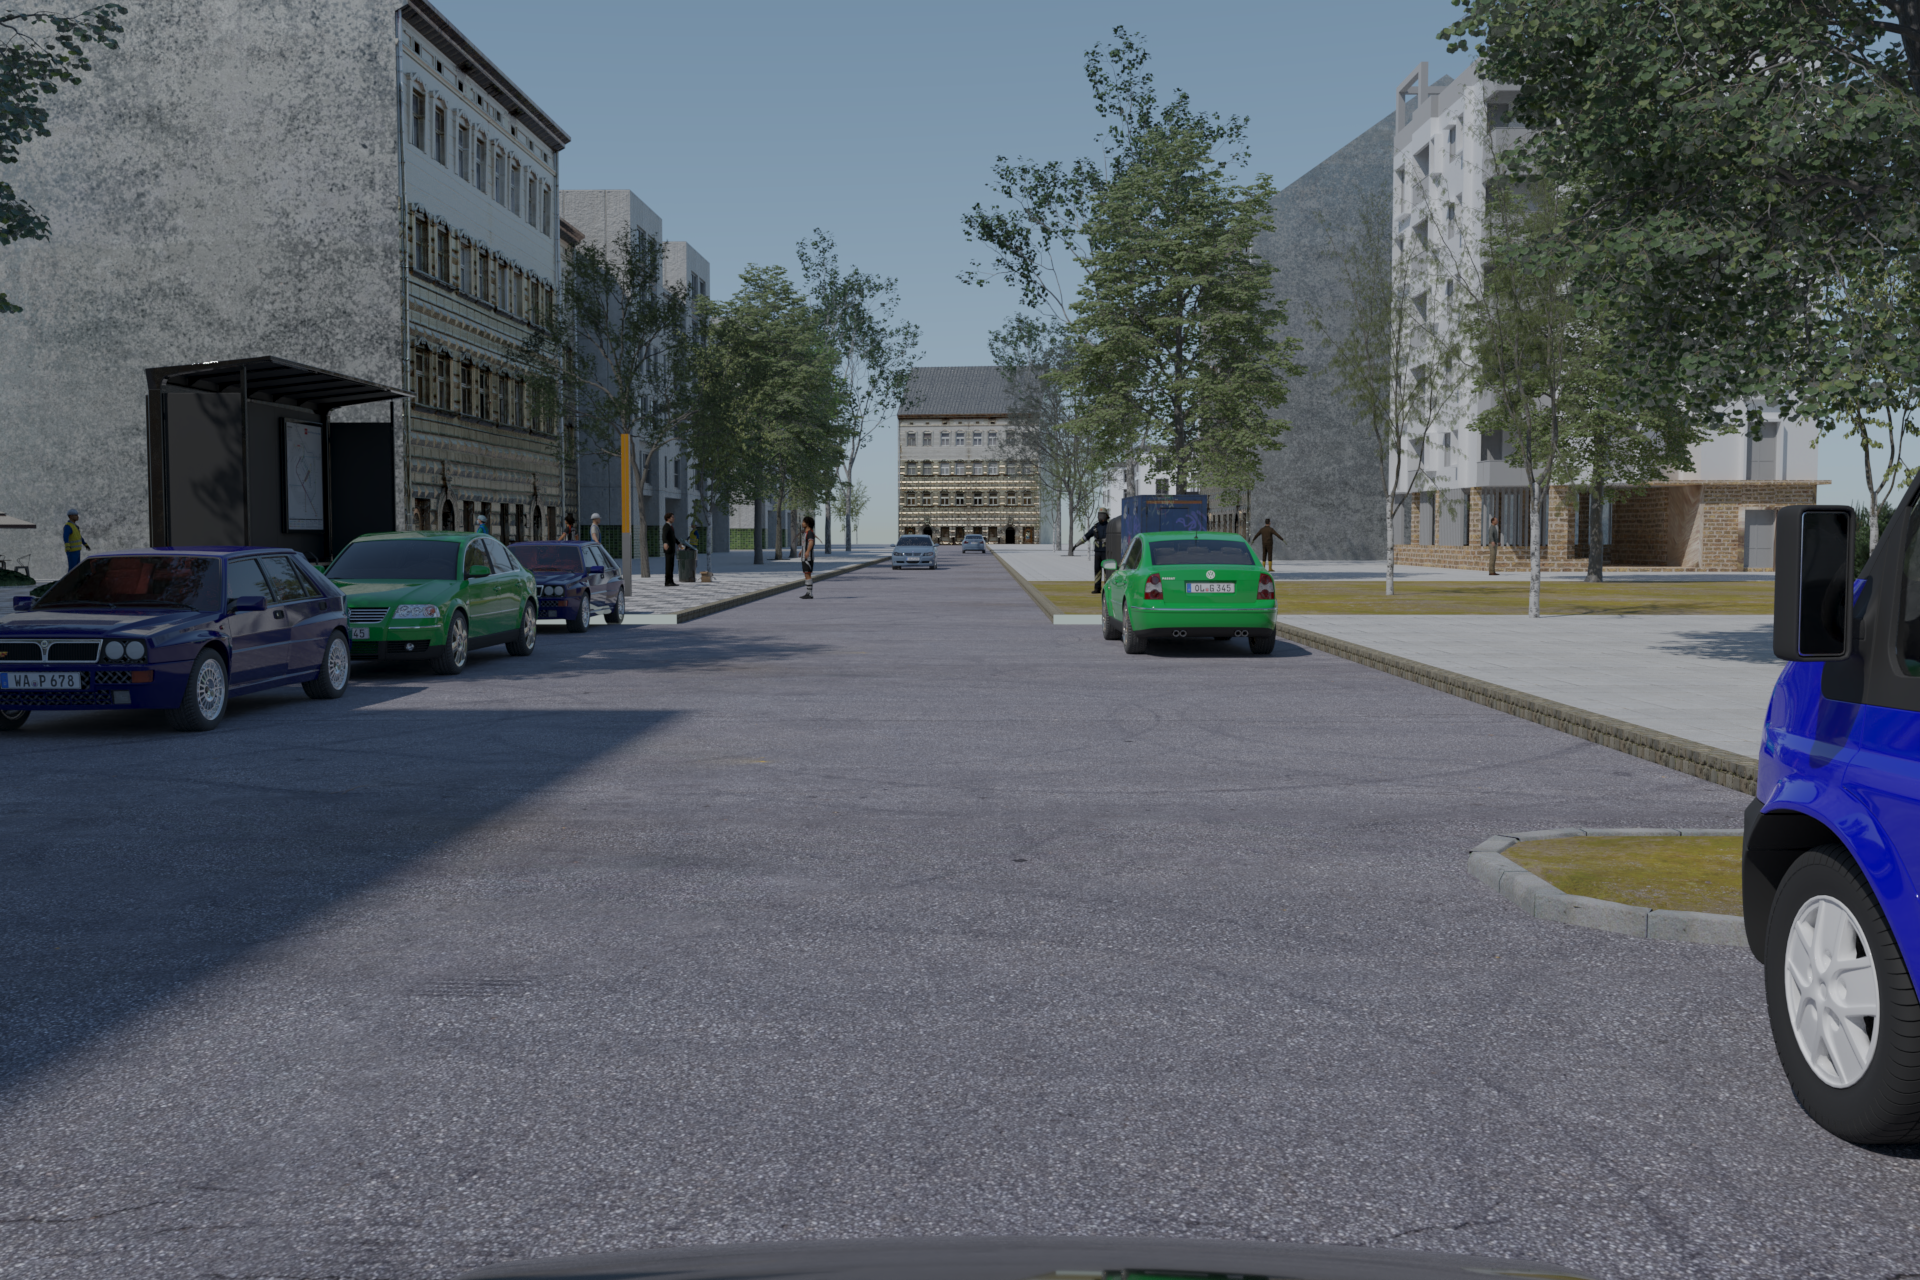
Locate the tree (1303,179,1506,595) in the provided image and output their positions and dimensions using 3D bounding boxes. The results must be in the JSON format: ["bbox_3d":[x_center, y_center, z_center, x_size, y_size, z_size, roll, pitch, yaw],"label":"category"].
[{"bbox_3d":[9.095,-5.269,36.514,4.360,8.622,3.978,0,3,0],"label":"tree"}]

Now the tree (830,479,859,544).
[{"bbox_3d":[-14.916,-16.536,220.725,4.737,8.622,4.395,0,3,0],"label":"tree"}]

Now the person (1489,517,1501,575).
[{"bbox_3d":[16.586,-2.905,53.766,0.705,1.796,1.348,2,4,26],"label":"person"}]

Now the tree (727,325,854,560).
[{"bbox_3d":[-8.791,-9.741,85.013,9.928,11.665,9.643,0,3,0],"label":"tree"}]

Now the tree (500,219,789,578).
[{"bbox_3d":[-9.268,-7.124,50.893,8.767,10.594,7.601,-1,4,-10],"label":"tree"}]

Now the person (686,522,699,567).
[{"bbox_3d":[-10.310,-3.675,66.545,0.721,1.772,1.216,-2,4,-29],"label":"person"}]

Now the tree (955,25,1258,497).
[{"bbox_3d":[5.755,-12.948,67.596,12.611,20.169,13.585,0,3,0],"label":"tree"}]

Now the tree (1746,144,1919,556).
[{"bbox_3d":[16.780,-4.982,31.810,4.737,8.622,4.395,0,3,0],"label":"tree"}]

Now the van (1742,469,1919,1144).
[{"bbox_3d":[2.972,0.125,2.335,2.240,2.365,5.245,0,4,-1],"label":"van"}]

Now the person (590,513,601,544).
[{"bbox_3d":[-9.870,-2.522,47.091,0.705,1.847,1.347,-1,4,-11],"label":"person"}]

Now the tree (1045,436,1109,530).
[{"bbox_3d":[6.956,-9.859,111.556,4.360,8.622,3.978,0,3,0],"label":"tree"}]

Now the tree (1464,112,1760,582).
[{"bbox_3d":[17.133,-7.827,46.102,7.486,12.596,7.792,0,3,0],"label":"tree"}]

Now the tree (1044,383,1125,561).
[{"bbox_3d":[6.309,-8.141,83.471,4.360,8.622,3.978,0,3,0],"label":"tree"}]

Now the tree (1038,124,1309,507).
[{"bbox_3d":[6.041,-8.012,49.125,7.486,12.596,7.792,0,3,0],"label":"tree"}]

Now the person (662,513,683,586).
[{"bbox_3d":[-7.107,-2.224,42.554,0.705,1.806,1.347,0,4,7],"label":"person"}]

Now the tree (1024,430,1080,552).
[{"bbox_3d":[6.571,-10.397,120.351,4.360,8.622,3.978,0,3,0],"label":"tree"}]

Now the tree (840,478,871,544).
[{"bbox_3d":[-13.677,-16.833,225.573,4.737,8.622,4.395,0,3,0],"label":"tree"}]

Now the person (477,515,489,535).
[{"bbox_3d":[-13.670,-2.649,49.436,0.704,1.817,1.347,0,4,2],"label":"person"}]

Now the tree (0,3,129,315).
[{"bbox_3d":[-12.253,-6.587,14.355,9.857,13.997,8.962,0,3,0],"label":"tree"}]

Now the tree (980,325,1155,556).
[{"bbox_3d":[6.492,-11.571,99.563,12.009,13.543,11.850,0,3,0],"label":"tree"}]

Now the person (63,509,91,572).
[{"bbox_3d":[-19.434,-1.961,38.036,0.705,1.833,1.349,-1,4,-9],"label":"person"}]

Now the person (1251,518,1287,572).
[{"bbox_3d":[10.485,-3.231,58.962,1.346,1.812,0.704,3,4,37],"label":"person"}]

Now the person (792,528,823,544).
[{"bbox_3d":[-5.670,-3.513,64.234,1.217,1.733,0.721,-2,4,-28],"label":"person"}]

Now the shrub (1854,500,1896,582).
[{"bbox_3d":[19.202,-1.929,35.953,1.690,2.028,1.600,0,3,0],"label":"shrub"}]

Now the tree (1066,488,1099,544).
[{"bbox_3d":[15.640,-16.569,221.260,4.737,8.622,4.395,0,3,0],"label":"tree"}]

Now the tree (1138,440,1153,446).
[{"bbox_3d":[24.481,-19.174,223.871,12.009,13.543,11.850,0,3,0],"label":"tree"}]

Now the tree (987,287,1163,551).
[{"bbox_3d":[8.733,-16.834,131.118,12.611,20.169,13.585,0,3,0],"label":"tree"}]

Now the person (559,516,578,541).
[{"bbox_3d":[-11.590,-2.759,51.261,0.704,1.843,1.345,1,4,15],"label":"person"}]

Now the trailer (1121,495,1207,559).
[{"bbox_3d":[3.066,-1.221,27.006,1.471,1.999,3.904,0,4,-1],"label":"trailer"}]

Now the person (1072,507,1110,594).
[{"bbox_3d":[3.052,-1.918,37.136,1.354,1.856,0.705,2,4,28],"label":"person"}]

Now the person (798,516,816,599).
[{"bbox_3d":[-3.389,-1.815,38.284,0.704,1.843,1.345,-1,4,-11],"label":"person"}]
